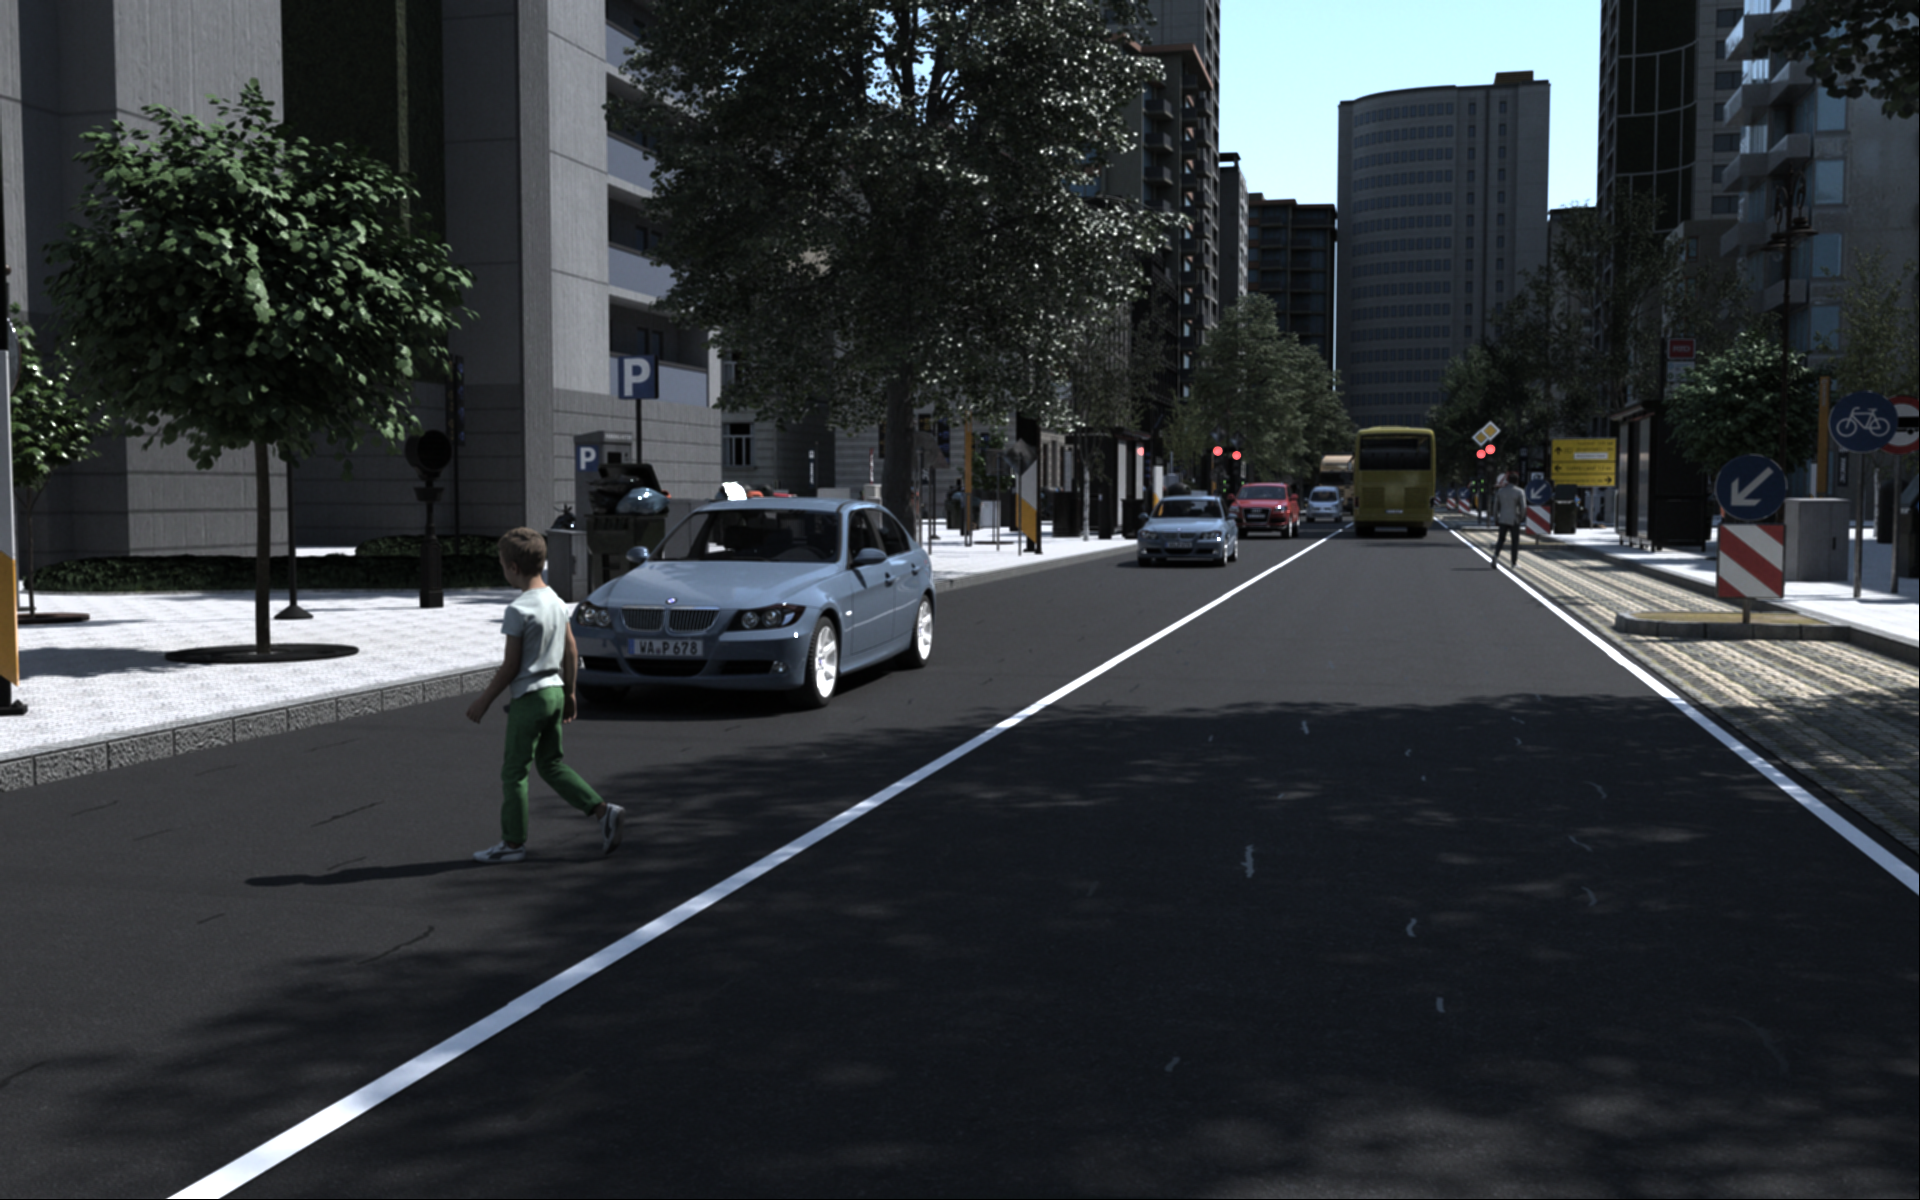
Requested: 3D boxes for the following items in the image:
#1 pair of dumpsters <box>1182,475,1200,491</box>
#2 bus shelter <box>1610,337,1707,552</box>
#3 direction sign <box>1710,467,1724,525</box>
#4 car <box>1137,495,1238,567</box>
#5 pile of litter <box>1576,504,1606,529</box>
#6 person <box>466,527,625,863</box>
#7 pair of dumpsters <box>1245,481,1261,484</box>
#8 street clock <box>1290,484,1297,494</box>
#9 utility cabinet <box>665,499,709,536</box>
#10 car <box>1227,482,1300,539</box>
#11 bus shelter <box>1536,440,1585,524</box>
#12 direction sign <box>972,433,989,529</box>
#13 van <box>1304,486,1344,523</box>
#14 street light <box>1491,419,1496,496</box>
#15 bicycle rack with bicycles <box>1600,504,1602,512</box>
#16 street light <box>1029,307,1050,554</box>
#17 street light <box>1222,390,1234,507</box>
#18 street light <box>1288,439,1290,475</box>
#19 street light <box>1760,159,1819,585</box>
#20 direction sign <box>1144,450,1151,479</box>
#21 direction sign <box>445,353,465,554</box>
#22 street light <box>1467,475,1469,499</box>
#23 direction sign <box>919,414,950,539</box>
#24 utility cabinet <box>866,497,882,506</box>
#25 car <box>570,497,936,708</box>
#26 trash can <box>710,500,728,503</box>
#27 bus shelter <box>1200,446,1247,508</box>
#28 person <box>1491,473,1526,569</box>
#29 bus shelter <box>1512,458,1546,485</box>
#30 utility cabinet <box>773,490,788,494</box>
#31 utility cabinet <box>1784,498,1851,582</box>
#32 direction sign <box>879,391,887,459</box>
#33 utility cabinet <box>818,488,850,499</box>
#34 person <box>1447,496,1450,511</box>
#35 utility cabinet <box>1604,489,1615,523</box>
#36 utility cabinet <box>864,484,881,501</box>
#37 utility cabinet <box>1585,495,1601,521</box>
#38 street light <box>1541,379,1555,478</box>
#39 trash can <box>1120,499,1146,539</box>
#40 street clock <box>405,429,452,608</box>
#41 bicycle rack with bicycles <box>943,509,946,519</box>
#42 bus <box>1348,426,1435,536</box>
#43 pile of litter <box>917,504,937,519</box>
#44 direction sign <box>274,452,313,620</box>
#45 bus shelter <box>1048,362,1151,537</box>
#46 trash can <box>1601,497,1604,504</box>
[{"bbox_3d":[11.016,-5.141,86.546,1.574,2.255,4.437,1,4,14],"label":"pair of dumpsters"},{"bbox_3d":[17.188,-3.955,42.288,2.179,5.291,8.768,1,4,14],"label":"bus shelter"},{"bbox_3d":[32.090,-4.942,72.804,0.876,3.537,0.379,3,4,39],"label":"direction sign"},{"bbox_3d":[4.748,-1.452,35.743,2.014,1.417,4.499,1,4,13],"label":"car"},{"bbox_3d":[23.566,-3.120,64.976,1.176,0.858,1.719,0,4,6],"label":"pile of litter"},{"bbox_3d":[-1.611,0.368,6.739,0.590,1.304,0.306,0,4,0],"label":"person"},{"bbox_3d":[20.890,-7.389,123.302,1.574,2.255,4.437,1,4,14],"label":"pair of dumpsters"},{"bbox_3d":[23.856,-7.295,123.840,0.471,2.002,0.358,-2,4,-28],"label":"street clock"},{"bbox_3d":[-3.817,-0.795,24.152,0.306,1.237,1.020,-2,4,-30],"label":"utility cabinet"},{"bbox_3d":[10.020,-2.957,57.027,2.281,1.827,5.304,1,4,15],"label":"car"},{"bbox_3d":[26.890,-5.277,77.555,1.731,3.624,6.357,1,4,14],"label":"bus shelter"},{"bbox_3d":[0.665,-4.393,63.820,0.876,3.537,0.379,-1,4,-23],"label":"direction sign"},{"bbox_3d":[18.624,-4.980,88.438,2.013,2.044,4.112,1,4,15],"label":"van"},{"bbox_3d":[32.339,-8.099,105.200,0.468,5.910,1.993,1,4,14],"label":"street light"},{"bbox_3d":[33.442,-4.682,89.939,2.925,0.926,2.852,1,4,16],"label":"bicycle rack with bicycles"},{"bbox_3d":[1.682,-3.918,36.849,0.468,5.910,1.993,1,4,14],"label":"street light"},{"bbox_3d":[11.916,-6.380,77.096,0.468,5.910,1.993,1,4,14],"label":"street light"},{"bbox_3d":[22.468,-8.895,118.218,0.468,5.910,1.993,1,4,14],"label":"street light"},{"bbox_3d":[11.597,-3.154,24.361,0.468,5.910,1.993,1,4,14],"label":"street light"},{"bbox_3d":[9.469,-5.984,89.829,0.876,3.537,0.379,2,4,27],"label":"direction sign"},{"bbox_3d":[-8.213,-2.216,28.222,0.379,3.537,0.876,0,4,1],"label":"direction sign"},{"bbox_3d":[42.730,-10.572,145.644,0.468,5.910,1.993,1,4,14],"label":"street light"},{"bbox_3d":[-0.729,-3.487,49.004,0.876,3.537,0.379,0,4,0],"label":"direction sign"},{"bbox_3d":[-1.575,-1.426,34.470,0.306,1.237,1.020,1,4,13],"label":"utility cabinet"},{"bbox_3d":[-1.400,-0.076,13.247,2.014,1.417,4.499,1,4,13],"label":"car"},{"bbox_3d":[-5.848,-1.927,43.153,0.748,1.137,0.748,0,3,0],"label":"trash can"},{"bbox_3d":[13.294,-5.860,87.097,1.731,3.624,6.357,1,4,14],"label":"bus shelter"},{"bbox_3d":[10.497,-1.516,33.139,0.661,1.843,0.795,3,5,41],"label":"person"},{"bbox_3d":[32.659,-6.410,98.728,2.014,3.302,5.546,1,4,14],"label":"bus shelter"},{"bbox_3d":[-9.085,-4.789,86.976,0.318,1.500,1.173,2,4,30],"label":"utility cabinet"},{"bbox_3d":[12.650,-0.881,25.566,1.020,1.237,0.306,-1,4,-22],"label":"utility cabinet"},{"bbox_3d":[-1.481,-2.806,37.868,0.379,3.537,0.876,-3,5,-42],"label":"direction sign"},{"bbox_3d":[-4.714,-3.422,64.630,1.173,1.500,0.318,-2,4,-24],"label":"utility cabinet"},{"bbox_3d":[41.916,-8.540,148.816,0.721,1.739,1.217,1,4,11],"label":"person"},{"bbox_3d":[28.362,-4.086,75.481,0.318,1.500,1.173,2,4,30],"label":"utility cabinet"},{"bbox_3d":[-1.799,-1.911,39.928,0.318,1.500,1.173,2,4,25],"label":"utility cabinet"},{"bbox_3d":[30.113,-4.389,82.922,1.020,1.237,0.306,0,4,8],"label":"utility cabinet"},{"bbox_3d":[22.098,-5.650,65.167,0.468,5.910,1.993,1,4,14],"label":"street light"},{"bbox_3d":[4.914,-2.299,49.244,0.748,1.137,0.748,0,3,0],"label":"trash can"},{"bbox_3d":[-5.972,-0.914,19.515,0.358,2.002,0.471,3,5,40],"label":"street clock"},{"bbox_3d":[0.805,-4.485,86.712,2.852,0.926,2.925,-2,4,-27],"label":"bicycle rack with bicycles"},{"bbox_3d":[15.322,-4.293,61.739,2.896,3.916,12.252,1,4,12],"label":"bus"},{"bbox_3d":[-1.948,-4.513,87.750,1.719,0.858,1.176,2,4,33],"label":"pile of litter"},{"bbox_3d":[-6.872,-1.575,17.754,0.379,3.537,0.876,1,4,10],"label":"direction sign"},{"bbox_3d":[4.383,-4.743,55.187,2.179,5.291,8.768,1,4,14],"label":"bus shelter"},{"bbox_3d":[34.131,-4.964,92.813,0.748,1.137,0.748,0,3,0],"label":"trash can"}]
